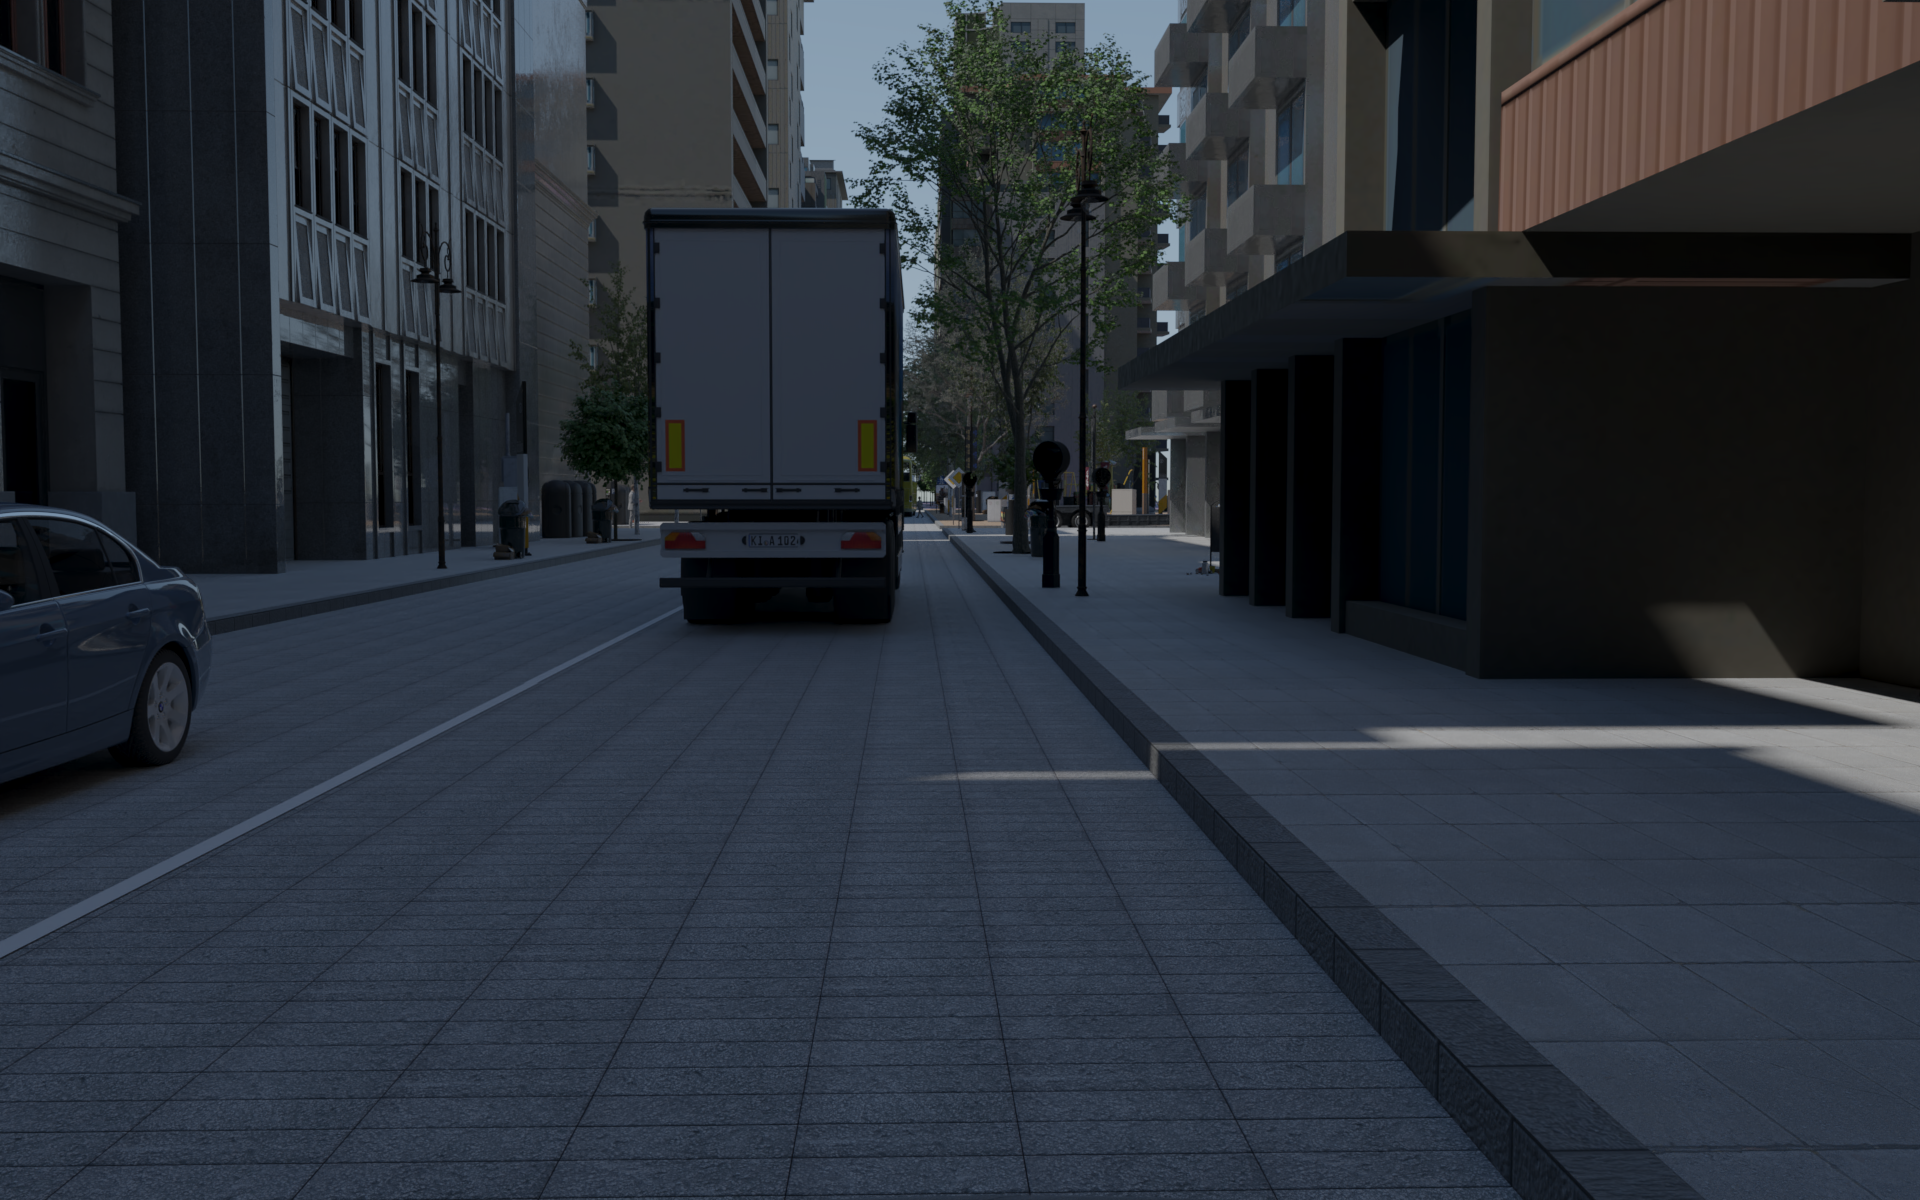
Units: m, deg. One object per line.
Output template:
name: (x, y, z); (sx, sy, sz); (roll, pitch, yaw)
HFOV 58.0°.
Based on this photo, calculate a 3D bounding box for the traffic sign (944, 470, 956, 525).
traffic sign: (-0.275, -4.172, 71.858); (0.795, 2.450, 0.064); (0, 4, -2)

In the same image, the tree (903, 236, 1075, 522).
tree: (0.698, -10.440, 81.066); (12.009, 13.543, 11.850); (0, 3, 0)

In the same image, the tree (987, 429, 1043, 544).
tree: (1.429, -3.077, 44.912); (1.663, 3.219, 1.824); (0, 3, 0)

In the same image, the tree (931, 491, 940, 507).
tree: (-1.929, -11.026, 174.870); (1.663, 3.219, 1.824); (0, 3, 0)

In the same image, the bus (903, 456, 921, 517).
bus: (-4.134, -7.306, 111.002); (2.896, 3.916, 12.252); (0, 4, 0)

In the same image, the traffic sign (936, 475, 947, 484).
traffic sign: (-1.249, -7.229, 118.308); (0.768, 2.556, 0.104); (0, 4, 5)

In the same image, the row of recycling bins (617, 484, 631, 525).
row of recycling bins: (-14.384, -4.043, 73.216); (1.069, 1.692, 3.534); (0, 4, -7)

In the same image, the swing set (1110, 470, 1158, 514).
swing set: (11.160, -6.871, 109.959); (2.862, 2.851, 3.119); (0, 4, -5)

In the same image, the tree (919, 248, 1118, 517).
tree: (1.711, -6.216, 51.995); (4.360, 8.622, 3.978); (0, 3, 0)

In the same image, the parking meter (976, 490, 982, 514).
parking meter: (1.232, -6.459, 114.021); (0.372, 1.533, 0.369); (0, 3, 0)

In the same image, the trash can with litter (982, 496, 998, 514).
trash can with litter: (1.755, -6.062, 110.500); (0.624, 1.170, 1.055); (-3, 4, -36)

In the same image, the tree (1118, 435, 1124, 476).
tree: (11.974, -11.935, 145.496); (4.360, 8.622, 3.978); (0, 3, 0)

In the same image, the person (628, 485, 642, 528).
person: (-12.602, -3.582, 67.265); (0.583, 1.804, 0.606); (-1, 4, -12)

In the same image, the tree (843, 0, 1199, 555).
tree: (1.147, -6.802, 36.965); (9.928, 11.665, 9.643); (0, 3, 0)

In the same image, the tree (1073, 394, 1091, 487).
tree: (9.520, -10.311, 118.945); (4.737, 8.622, 4.395); (0, 3, 0)

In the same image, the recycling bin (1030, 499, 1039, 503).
recycling bin: (3.643, -4.651, 88.595); (0.722, 1.027, 0.722); (1, 4, 15)

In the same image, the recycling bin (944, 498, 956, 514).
recycling bin: (-0.660, -6.092, 112.153); (0.722, 1.027, 0.722); (0, 4, -3)

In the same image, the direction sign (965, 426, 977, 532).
direction sign: (0.370, -4.042, 58.088); (0.379, 3.537, 0.876); (2, 4, 26)

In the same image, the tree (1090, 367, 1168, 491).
tree: (9.888, -9.133, 99.695); (4.737, 8.622, 4.395); (0, 3, 0)

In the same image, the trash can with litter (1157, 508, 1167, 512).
trash can with litter: (14.761, -6.936, 124.786); (1.055, 1.170, 0.624); (-3, 5, -39)

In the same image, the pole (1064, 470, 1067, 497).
pole: (8.307, -8.730, 136.580); (0.158, 3.312, 0.155); (0, 3, 0)

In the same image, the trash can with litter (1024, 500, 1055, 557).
trash can with litter: (1.639, -1.476, 35.520); (0.624, 1.170, 1.055); (0, 4, 4)

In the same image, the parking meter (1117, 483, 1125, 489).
parking meter: (8.586, -5.302, 92.394); (0.399, 1.863, 0.255); (-3, 4, -38)

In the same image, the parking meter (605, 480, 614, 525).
parking meter: (-14.288, -3.985, 70.864); (0.255, 1.863, 0.399); (2, 4, 27)

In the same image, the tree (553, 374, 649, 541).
tree: (-9.463, -3.907, 47.588); (4.285, 4.588, 4.351); (0, 3, 0)

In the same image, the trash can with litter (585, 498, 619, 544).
trash can with litter: (-9.348, -2.061, 45.080); (0.624, 1.170, 1.055); (1, 4, 10)

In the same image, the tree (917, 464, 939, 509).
tree: (-3.133, -12.700, 191.352); (4.285, 4.588, 4.351); (0, 3, 0)

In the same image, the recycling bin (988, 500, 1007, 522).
recycling bin: (1.732, -4.094, 79.488); (0.722, 1.027, 0.722); (2, 4, 28)

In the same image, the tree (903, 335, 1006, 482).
tree: (-1.164, -14.241, 139.493); (9.857, 13.997, 8.962); (0, 3, 0)

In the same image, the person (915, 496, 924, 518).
person: (-2.409, -5.514, 102.927); (0.640, 1.303, 0.475); (2, 4, 29)

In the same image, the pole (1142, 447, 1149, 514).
pole: (8.083, -5.012, 75.785); (0.158, 3.312, 0.155); (0, 3, 0)

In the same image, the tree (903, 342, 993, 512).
tree: (-1.285, -12.724, 126.169); (7.486, 12.596, 7.792); (0, 3, 0)

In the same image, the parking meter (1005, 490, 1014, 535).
parking meter: (1.601, -2.793, 54.069); (0.372, 1.533, 0.369); (0, 3, 0)

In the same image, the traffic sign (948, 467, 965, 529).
traffic sign: (-0.040, -3.684, 63.876); (0.795, 2.450, 0.064); (0, 4, -2)

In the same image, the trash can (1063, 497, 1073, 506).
trash can: (6.360, -5.500, 101.579); (0.748, 1.137, 0.748); (0, 3, 0)

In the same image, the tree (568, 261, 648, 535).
tree: (-10.185, -6.362, 54.386); (4.737, 8.622, 4.395); (0, 3, 0)

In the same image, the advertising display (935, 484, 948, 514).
advertising display: (-1.162, -6.665, 114.181); (0.974, 1.923, 0.123); (-1, 4, -20)

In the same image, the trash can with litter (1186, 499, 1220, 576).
trash can with litter: (4.707, -1.034, 27.957); (2.233, 1.210, 1.678); (0, 4, 1)

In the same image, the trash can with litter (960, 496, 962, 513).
trash can with litter: (0.242, -6.401, 116.044); (0.624, 1.170, 1.055); (0, 4, 3)

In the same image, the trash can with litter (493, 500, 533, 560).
trash can with litter: (-8.834, -1.392, 34.139); (0.624, 1.170, 1.055); (0, 4, 0)

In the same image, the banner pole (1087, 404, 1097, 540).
banner pole: (3.697, -3.557, 48.168); (0.401, 3.779, 0.863); (1, 4, 15)

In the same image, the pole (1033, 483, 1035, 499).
pole: (6.199, -9.220, 144.592); (0.158, 3.312, 0.155); (0, 3, 0)

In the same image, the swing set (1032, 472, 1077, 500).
swing set: (6.894, -7.740, 124.173); (3.119, 2.851, 2.862); (-1, 4, -14)

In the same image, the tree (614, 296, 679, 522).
tree: (-10.035, -6.746, 60.665); (4.360, 8.622, 3.978); (0, 3, 0)

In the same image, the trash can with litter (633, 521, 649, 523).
trash can with litter: (-15.120, -4.042, 77.150); (2.233, 1.210, 1.678); (2, 4, 28)
